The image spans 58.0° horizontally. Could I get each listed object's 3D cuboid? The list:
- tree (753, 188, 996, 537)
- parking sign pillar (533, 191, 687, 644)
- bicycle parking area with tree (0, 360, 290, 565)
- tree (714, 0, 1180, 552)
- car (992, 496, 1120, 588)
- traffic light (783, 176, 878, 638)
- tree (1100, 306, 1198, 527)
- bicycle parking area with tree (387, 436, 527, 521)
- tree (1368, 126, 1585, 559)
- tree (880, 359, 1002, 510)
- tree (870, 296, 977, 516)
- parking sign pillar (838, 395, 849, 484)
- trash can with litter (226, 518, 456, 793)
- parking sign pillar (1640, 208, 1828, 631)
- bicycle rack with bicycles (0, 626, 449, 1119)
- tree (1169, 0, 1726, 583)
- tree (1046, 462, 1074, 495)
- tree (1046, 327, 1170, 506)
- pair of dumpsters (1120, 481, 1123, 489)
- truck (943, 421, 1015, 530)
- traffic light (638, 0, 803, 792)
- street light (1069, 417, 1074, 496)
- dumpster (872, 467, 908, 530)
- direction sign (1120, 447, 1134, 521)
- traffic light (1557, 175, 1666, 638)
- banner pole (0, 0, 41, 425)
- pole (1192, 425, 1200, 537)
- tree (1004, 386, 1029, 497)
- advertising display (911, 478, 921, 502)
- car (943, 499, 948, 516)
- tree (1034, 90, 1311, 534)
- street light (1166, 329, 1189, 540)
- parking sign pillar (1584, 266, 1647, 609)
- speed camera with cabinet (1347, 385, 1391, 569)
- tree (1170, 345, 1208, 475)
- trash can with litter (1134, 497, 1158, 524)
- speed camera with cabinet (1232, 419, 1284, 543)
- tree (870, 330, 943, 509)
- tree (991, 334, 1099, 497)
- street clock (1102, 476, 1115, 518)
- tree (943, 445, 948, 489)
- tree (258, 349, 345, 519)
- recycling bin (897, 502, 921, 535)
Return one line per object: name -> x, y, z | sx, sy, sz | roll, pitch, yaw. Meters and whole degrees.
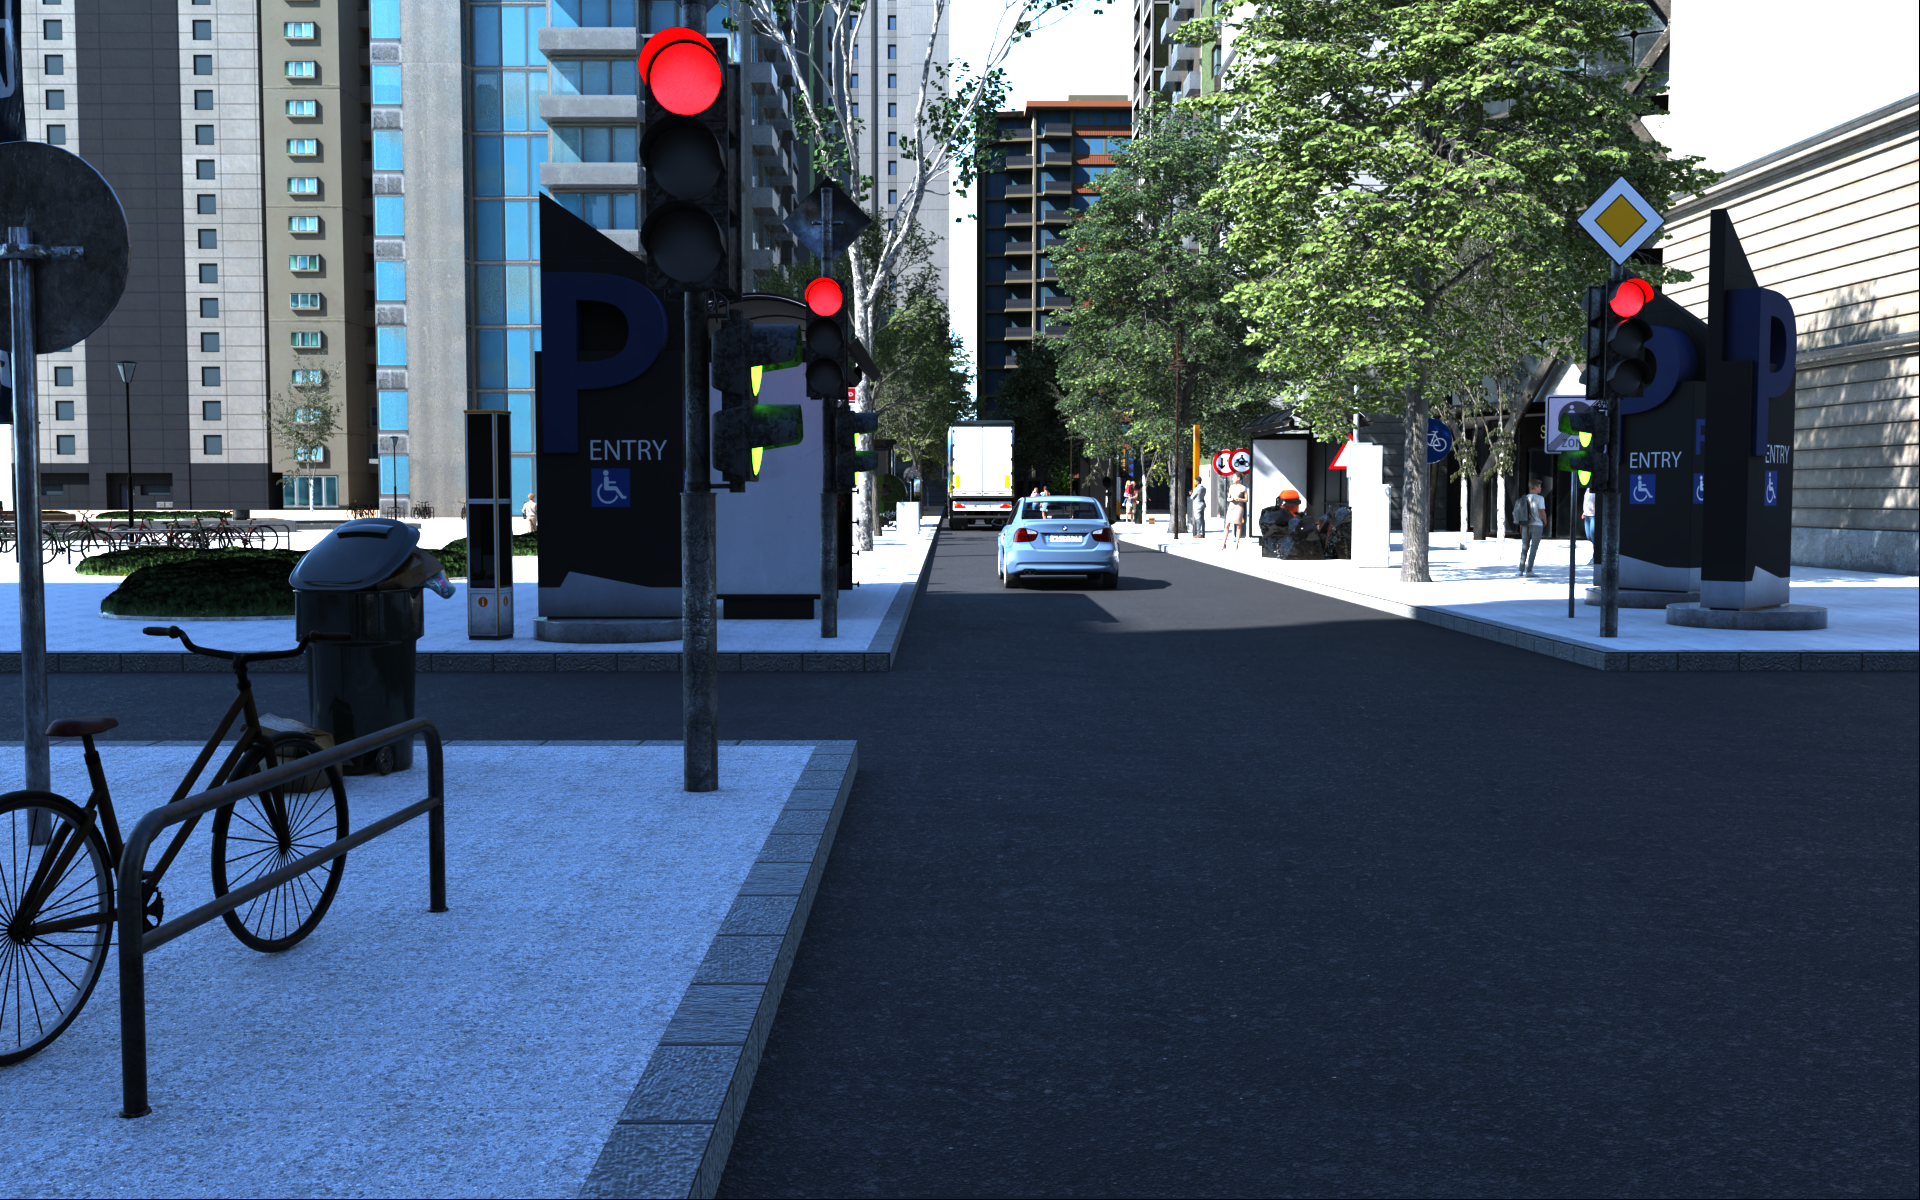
tree -> -2.812, -7.192, 51.994 | 7.601, 10.594, 8.767 | 0, 4, 2
parking sign pillar -> -3.091, -1.650, 15.442 | 1.447, 3.967, 1.447 | 0, 4, -1
bicycle parking area with tree -> -17.897, -2.924, 34.812 | 9.016, 4.147, 8.231 | 1, 4, 9
tree -> -0.885, -11.098, 37.348 | 12.611, 20.169, 13.585 | 0, 3, 0
car -> 1.526, -0.957, 27.648 | 2.014, 1.417, 4.499 | 0, 4, 0
traffic light -> -1.155, -1.618, 15.381 | 0.839, 4.253, 0.868 | 0, 4, 0
tree -> 7.334, -7.107, 66.555 | 4.737, 8.622, 4.395 | 0, 3, 0
bicycle parking area with tree -> -25.604, -6.059, 86.067 | 8.231, 4.147, 9.016 | 1, 4, 15
tree -> 10.403, -5.105, 33.822 | 4.360, 8.622, 3.978 | 0, 3, 0
tree -> -2.891, -13.783, 135.719 | 12.009, 13.543, 11.850 | 0, 3, 0
tree -> -2.694, -11.070, 99.128 | 7.486, 12.596, 7.792 | 0, 3, 0
parking sign pillar -> -3.507, -3.569, 46.832 | 1.447, 3.967, 1.447 | 2, 4, 28
trash can with litter -> -2.784, 0.219, 7.805 | 0.624, 1.170, 1.055 | 1, 4, 12
parking sign pillar -> 7.697, -1.736, 16.855 | 1.447, 3.967, 1.447 | 3, 5, 43
bicycle rack with bicycles -> -2.679, 0.554, 4.332 | 2.852, 0.926, 2.925 | 0, 4, 4
tree -> 6.748, -6.505, 24.476 | 7.486, 12.596, 7.792 | 0, 3, 0
tree -> 6.210, -6.695, 104.061 | 1.663, 3.219, 1.824 | 0, 3, 0
tree -> 6.079, -7.553, 73.848 | 4.360, 8.622, 3.978 | 0, 3, 0
pair of dumpsters -> 7.192, -5.142, 86.558 | 1.574, 2.255, 4.437 | 0, 4, 0
truck -> 0.745, -5.062, 71.670 | 2.839, 4.237, 11.283 | 0, 4, -1
traffic light -> -1.105, -1.130, 7.396 | 0.839, 4.253, 0.868 | 0, 4, 0
street light -> 5.777, -7.160, 89.855 | 0.468, 5.910, 1.993 | 0, 4, 0
dumpster -> -2.619, -3.581, 61.040 | 1.502, 2.255, 1.985 | 0, 4, 0
direction sign -> 8.026, -5.579, 83.207 | 0.379, 3.537, 0.876 | -3, 5, -41
traffic light -> 5.806, -1.622, 15.440 | 0.839, 4.253, 0.868 | 0, 4, 0
banner pole -> -4.400, -1.081, 7.693 | 0.863, 3.779, 0.401 | 2, 4, 23
pole -> 6.959, -3.497, 51.026 | 0.158, 3.312, 0.155 | 0, 3, 0
tree -> 6.419, -15.745, 167.799 | 12.009, 13.543, 11.850 | 0, 3, 0
advertising display -> -1.799, -4.011, 70.796 | 0.123, 1.923, 0.974 | 1, 4, 15
car -> -0.115, -6.382, 114.131 | 2.009, 1.686, 4.222 | 0, 4, -2
tree -> 7.212, -9.151, 56.275 | 9.857, 13.997, 8.962 | 0, 3, 0
street light -> 6.109, -4.647, 48.773 | 0.468, 5.910, 1.993 | 0, 4, 0
parking sign pillar -> 7.976, -1.921, 19.882 | 1.447, 3.967, 1.447 | -2, 4, -31
speed camera with cabinet -> 7.252, -2.222, 30.673 | 0.660, 3.252, 2.038 | 1, 4, 8
tree -> 9.738, -7.930, 80.025 | 4.360, 8.622, 3.978 | 0, 3, 0
trash can with litter -> 7.871, -3.805, 73.591 | 1.055, 1.170, 0.624 | 0, 4, 8
speed camera with cabinet -> 7.830, -3.101, 45.038 | 0.660, 3.252, 2.038 | -1, 4, -20
tree -> -3.171, -7.817, 78.172 | 4.360, 8.622, 3.978 | 0, 3, 0
tree -> 5.988, -12.624, 123.406 | 9.611, 12.733, 9.660 | 0, 3, 0
street clock -> 6.001, -4.010, 70.132 | 0.471, 2.002, 0.358 | 3, 5, 42
tree -> -3.055, -12.345, 152.209 | 4.360, 8.622, 3.978 | 0, 3, 0
tree -> -32.912, -8.385, 87.464 | 4.360, 8.622, 3.978 | 0, 3, 0
recycling bin -> -1.628, -2.599, 55.052 | 0.722, 1.027, 0.722 | 0, 4, 1
